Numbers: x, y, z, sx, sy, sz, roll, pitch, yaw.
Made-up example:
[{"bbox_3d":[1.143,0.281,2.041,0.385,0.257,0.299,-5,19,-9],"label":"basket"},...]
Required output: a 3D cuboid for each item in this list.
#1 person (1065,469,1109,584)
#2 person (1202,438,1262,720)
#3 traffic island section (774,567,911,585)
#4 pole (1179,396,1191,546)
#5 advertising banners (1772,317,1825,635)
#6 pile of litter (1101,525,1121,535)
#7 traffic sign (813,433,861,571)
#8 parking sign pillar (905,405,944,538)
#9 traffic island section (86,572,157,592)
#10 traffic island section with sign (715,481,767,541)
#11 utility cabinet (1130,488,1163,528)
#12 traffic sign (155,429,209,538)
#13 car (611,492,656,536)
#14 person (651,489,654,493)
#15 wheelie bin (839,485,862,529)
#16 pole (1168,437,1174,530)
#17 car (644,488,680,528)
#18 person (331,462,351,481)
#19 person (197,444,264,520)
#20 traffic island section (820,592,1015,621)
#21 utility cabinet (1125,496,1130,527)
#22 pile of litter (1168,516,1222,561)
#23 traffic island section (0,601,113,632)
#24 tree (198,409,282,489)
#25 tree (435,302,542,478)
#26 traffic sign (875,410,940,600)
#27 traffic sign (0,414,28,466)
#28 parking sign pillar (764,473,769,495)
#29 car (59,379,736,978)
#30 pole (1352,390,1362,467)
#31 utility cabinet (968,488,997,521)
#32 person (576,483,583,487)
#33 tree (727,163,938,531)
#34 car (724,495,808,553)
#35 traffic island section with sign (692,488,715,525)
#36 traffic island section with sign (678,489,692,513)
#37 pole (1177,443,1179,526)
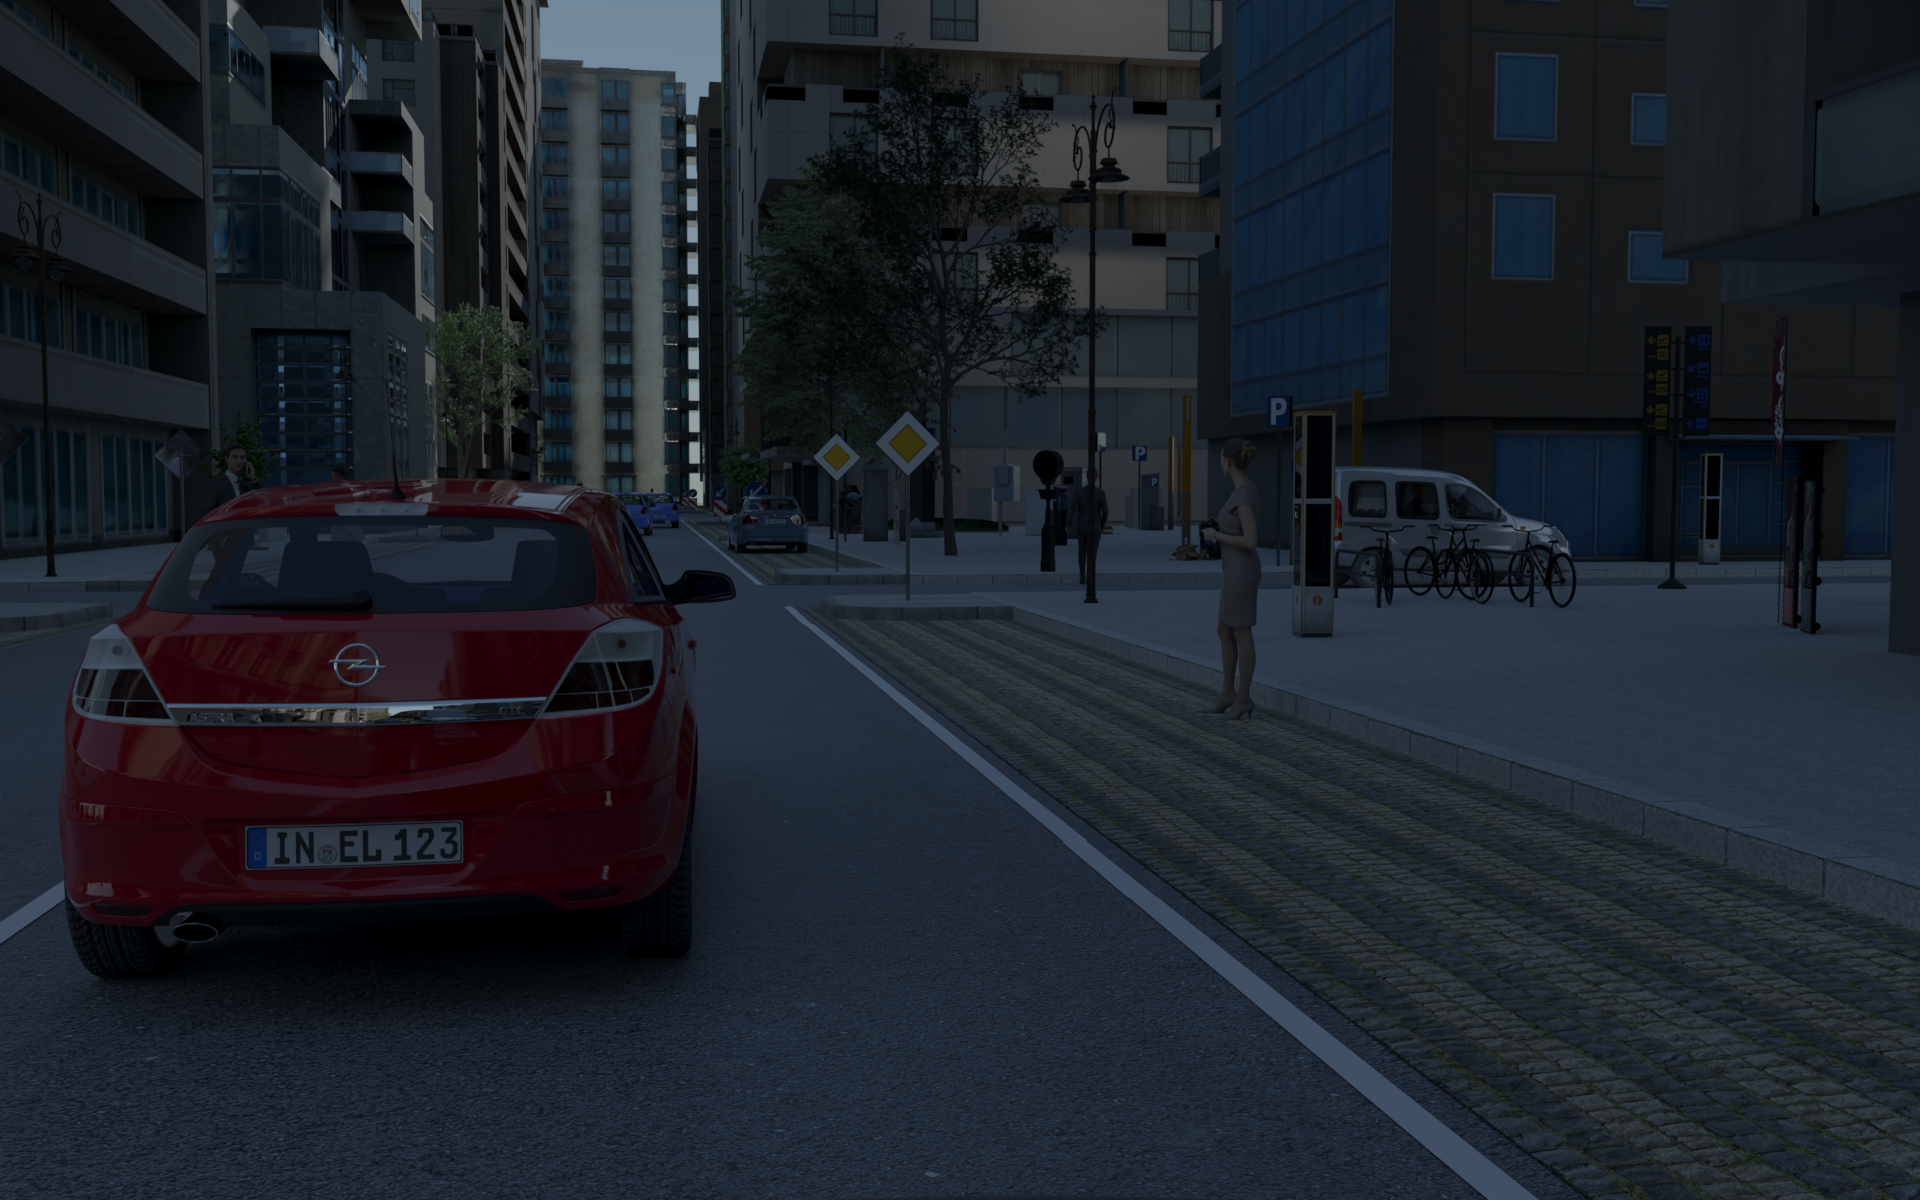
[{"bbox_3d":[2.024,-1.167,27.357,0.659,1.850,0.755,1,4,10],"label":"person"},{"bbox_3d":[1.712,-0.128,10.932,0.374,1.781,0.599,0,4,7],"label":"person"},{"bbox_3d":[-2.020,-0.397,28.772,2.009,0.180,2.903,-1,4,-10],"label":"traffic island section"},{"bbox_3d":[4.705,-2.577,35.979,0.158,3.312,0.155,0,3,0],"label":"pole"},{"bbox_3d":[8.019,-1.251,16.635,0.090,3.025,2.074,1,4,14],"label":"advertising banners"},{"bbox_3d":[4.384,-2.522,55.204,1.719,0.858,1.176,-1,4,-20],"label":"pile of litter"},{"bbox_3d":[-2.042,-1.532,28.691,0.795,2.450,0.064,-1,4,-10],"label":"traffic sign"},{"bbox_3d":[-1.185,-3.825,51.008,1.447,3.967,1.447,-2,4,-25],"label":"parking sign pillar"},{"bbox_3d":[-12.102,-0.287,26.975,2.009,0.180,2.903,-1,4,-10],"label":"traffic island section"},{"bbox_3d":[-6.421,-2.732,53.302,1.989,1.847,2.006,-1,4,-10],"label":"traffic island section with sign"},{"bbox_3d":[6.962,-3.430,64.756,1.173,1.500,0.318,-1,4,-11],"label":"utility cabinet"},{"bbox_3d":[-12.080,-1.424,26.918,0.795,2.450,0.064,-1,4,-10],"label":"traffic sign"},{"bbox_3d":[-11.689,-3.135,60.841,1.945,1.707,3.694,-1,4,-8],"label":"car"},{"bbox_3d":[-21.288,-6.799,119.687,0.705,1.821,1.348,-2,4,-27],"label":"person"},{"bbox_3d":[-3.630,-3.021,57.302,0.980,1.594,0.693,3,5,44],"label":"wheelie bin"},{"bbox_3d":[7.519,-4.150,61.694,0.158,3.312,0.155,0,3,0],"label":"pole"},{"bbox_3d":[-12.925,-3.943,74.064,1.945,1.707,3.694,-1,4,-12],"label":"car"},{"bbox_3d":[-7.271,-0.713,20.342,0.466,1.800,0.511,0,4,2],"label":"person"},{"bbox_3d":[-6.765,-0.510,16.203,0.474,1.900,0.648,0,4,5],"label":"person"},{"bbox_3d":[-0.610,0.084,20.912,2.009,0.180,2.903,-1,4,-10],"label":"traffic island section"},{"bbox_3d":[6.885,-3.394,66.652,1.020,1.237,0.306,-1,4,-14],"label":"utility cabinet"},{"bbox_3d":[4.653,-1.223,33.968,1.719,0.858,1.176,-3,5,-42],"label":"pile of litter"},{"bbox_3d":[-10.692,0.194,19.115,2.009,0.180,2.903,-1,4,-10],"label":"traffic island section"},{"bbox_3d":[-16.510,-2.768,39.854,1.663,3.219,1.824,0,3,0],"label":"tree"},{"bbox_3d":[-26.561,-10.198,92.497,9.928,11.665,9.643,0,3,0],"label":"tree"},{"bbox_3d":[-0.632,-1.051,20.831,0.795,2.450,0.064,-1,4,-10],"label":"traffic sign"},{"bbox_3d":[-10.670,-0.943,19.057,0.795,2.450,0.064,-1,4,-10],"label":"traffic sign"},{"bbox_3d":[-11.486,-6.954,102.166,1.447,3.967,1.447,-1,4,-14],"label":"parking sign pillar"},{"bbox_3d":[-1.939,0.142,6.716,2.155,1.783,4.494,-1,4,-9],"label":"car"},{"bbox_3d":[7.786,-2.458,34.027,0.158,3.312,0.155,0,3,0],"label":"pole"},{"bbox_3d":[0.829,-3.421,64.618,1.173,1.500,0.318,3,5,40],"label":"utility cabinet"},{"bbox_3d":[-12.078,-2.830,55.014,0.529,1.795,0.600,0,4,5],"label":"person"},{"bbox_3d":[-4.694,-8.667,59.837,7.486,12.596,7.792,0,3,0],"label":"tree"},{"bbox_3d":[-4.817,-1.904,43.139,2.014,1.417,4.499,-1,4,-11],"label":"car"},{"bbox_3d":[-11.223,-4.368,80.038,1.989,1.847,2.006,-1,4,-10],"label":"traffic island section with sign"},{"bbox_3d":[-19.999,-7.358,128.933,1.989,1.847,2.006,-1,4,-10],"label":"traffic island section with sign"},{"bbox_3d":[8.767,-4.611,69.234,0.158,3.312,0.155,0,3,0],"label":"pole"}]
